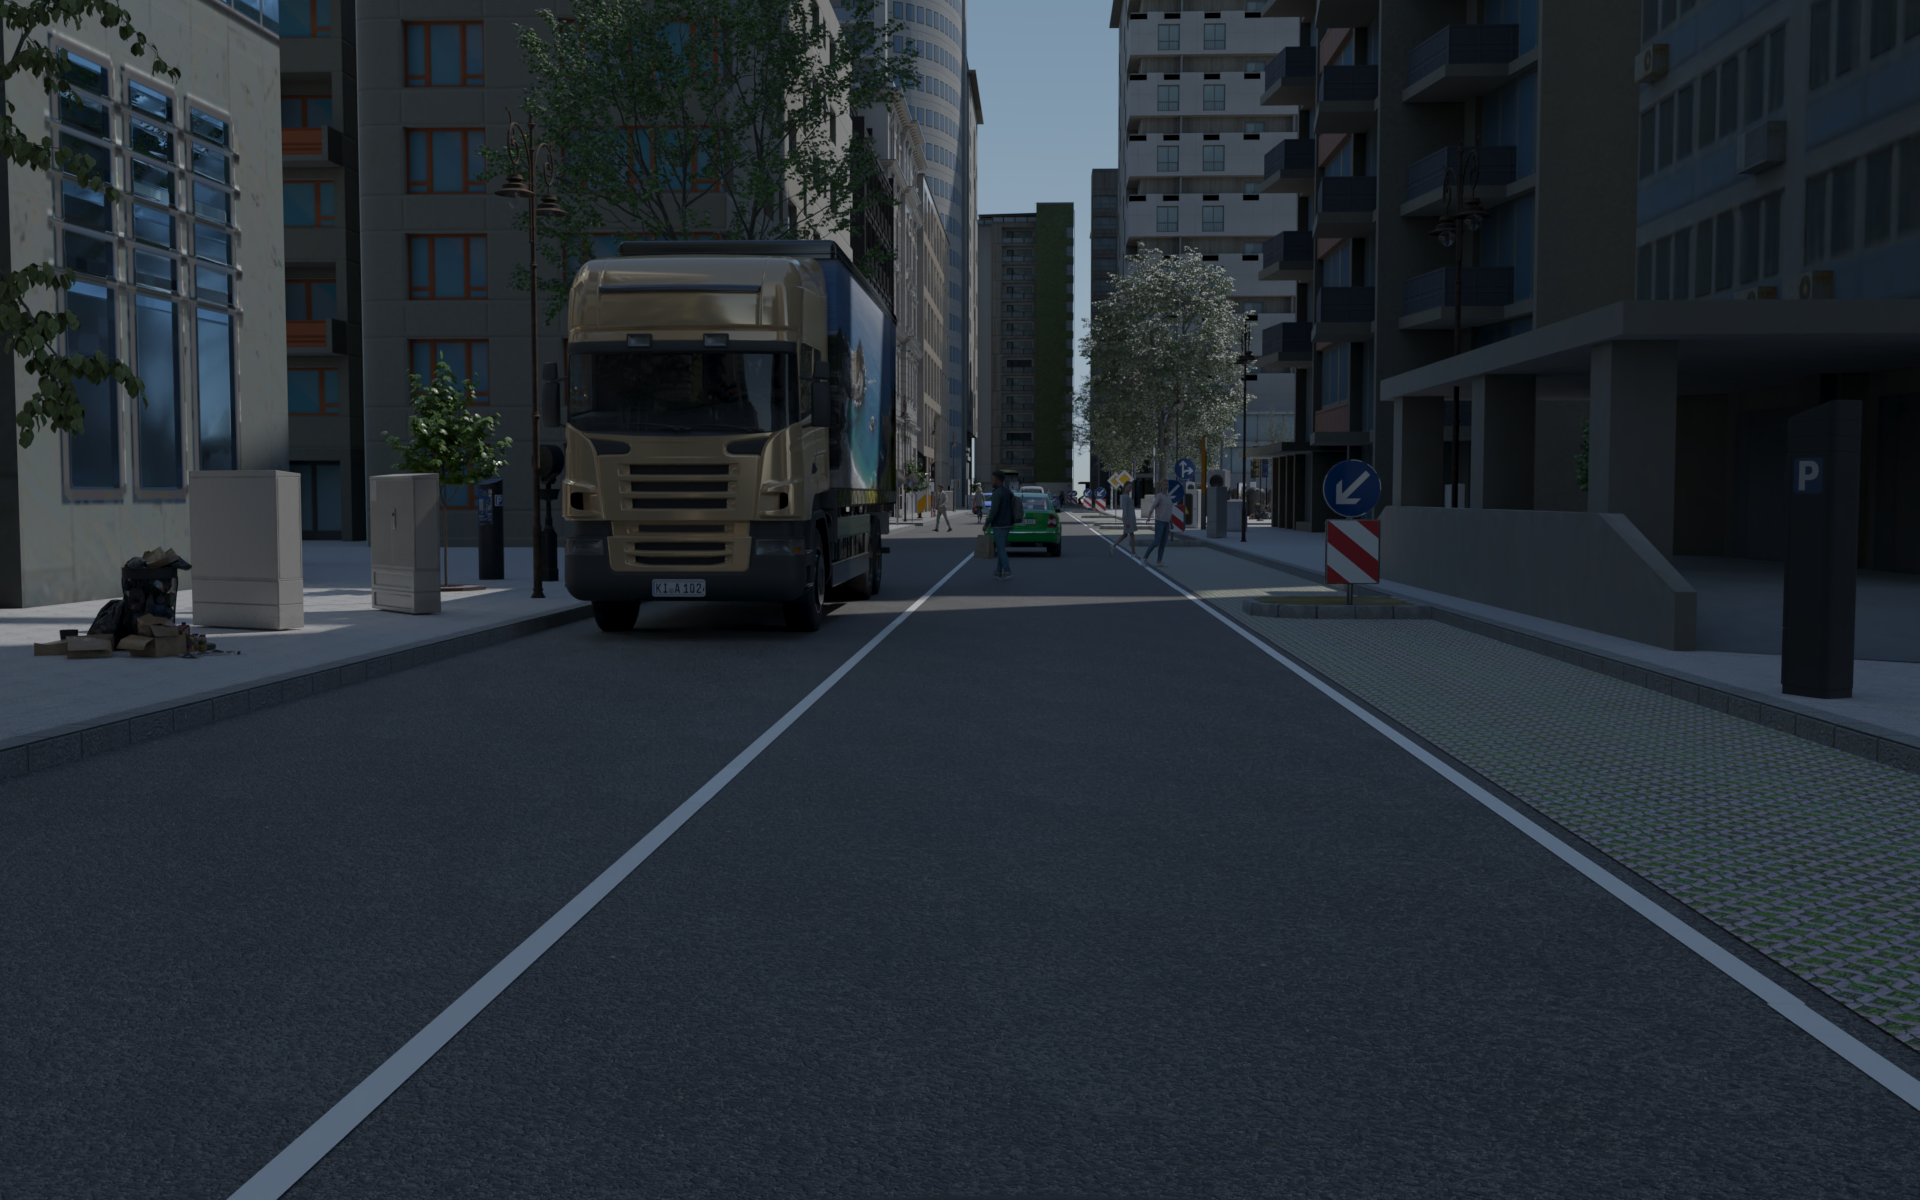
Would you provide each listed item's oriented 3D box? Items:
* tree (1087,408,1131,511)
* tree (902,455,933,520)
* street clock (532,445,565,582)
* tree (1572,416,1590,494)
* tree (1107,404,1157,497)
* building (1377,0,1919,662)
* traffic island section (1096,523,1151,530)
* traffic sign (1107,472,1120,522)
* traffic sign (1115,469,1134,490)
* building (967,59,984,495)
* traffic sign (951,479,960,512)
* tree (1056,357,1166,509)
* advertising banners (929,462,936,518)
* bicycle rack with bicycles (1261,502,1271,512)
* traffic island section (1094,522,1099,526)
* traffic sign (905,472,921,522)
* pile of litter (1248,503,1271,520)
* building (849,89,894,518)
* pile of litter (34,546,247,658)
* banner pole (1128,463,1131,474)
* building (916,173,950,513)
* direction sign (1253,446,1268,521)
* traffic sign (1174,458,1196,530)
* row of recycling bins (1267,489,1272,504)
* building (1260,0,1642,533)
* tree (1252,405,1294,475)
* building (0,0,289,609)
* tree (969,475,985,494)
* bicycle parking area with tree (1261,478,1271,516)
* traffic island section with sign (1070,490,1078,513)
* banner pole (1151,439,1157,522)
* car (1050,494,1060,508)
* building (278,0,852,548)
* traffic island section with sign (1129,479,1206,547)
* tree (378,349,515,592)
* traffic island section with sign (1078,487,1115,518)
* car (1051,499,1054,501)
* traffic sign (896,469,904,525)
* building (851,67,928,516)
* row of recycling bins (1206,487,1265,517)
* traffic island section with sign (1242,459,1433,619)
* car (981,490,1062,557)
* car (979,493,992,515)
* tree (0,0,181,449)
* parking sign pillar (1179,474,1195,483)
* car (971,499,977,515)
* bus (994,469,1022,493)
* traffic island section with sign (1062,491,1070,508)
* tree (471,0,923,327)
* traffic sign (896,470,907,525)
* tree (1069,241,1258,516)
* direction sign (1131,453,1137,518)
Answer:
[{"bbox_3d":[11.959,-11.210,133.642,4.737,8.622,4.395,0,3,0],"label":"tree"},{"bbox_3d":[-2.363,-5.489,84.339,1.663,3.219,1.824,0,3,0],"label":"tree"},{"bbox_3d":[-6.037,-1.275,25.423,0.471,2.002,0.358,3,4,36],"label":"street clock"},{"bbox_3d":[13.525,-2.585,36.874,1.663,3.219,1.824,0,3,0],"label":"tree"},{"bbox_3d":[12.035,-10.480,121.711,4.360,8.622,3.978,0,3,0],"label":"tree"},{"bbox_3d":[22.237,-20.013,19.090,32.217,40.220,23.993,0,4,3],"label":"building"},{"bbox_3d":[6.715,-2.953,70.555,2.009,0.180,2.903,0,4,3],"label":"traffic island section"},{"bbox_3d":[7.059,-4.576,78.456,0.795,2.450,0.064,0,4,3],"label":"traffic sign"},{"bbox_3d":[6.691,-4.088,70.479,0.795,2.450,0.064,0,4,3],"label":"traffic sign"},{"bbox_3d":[-11.255,-38.264,214.847,27.495,52.752,28.713,0,4,3],"label":"building"},{"bbox_3d":[-0.327,-7.237,120.448,0.606,2.300,0.079,0,4,7],"label":"traffic sign"},{"bbox_3d":[13.200,-14.525,147.858,12.009,13.543,11.850,0,3,0],"label":"tree"},{"bbox_3d":[-1.514,-6.039,94.922,0.090,3.025,2.074,1,4,9],"label":"advertising banners"},{"bbox_3d":[19.500,-6.145,113.852,2.925,0.926,2.852,0,4,5],"label":"bicycle rack with bicycles"},{"bbox_3d":[7.083,-3.440,78.532,2.009,0.180,2.903,0,4,3],"label":"traffic island section"},{"bbox_3d":[-2.175,-4.603,78.900,0.795,2.450,0.064,0,4,3],"label":"traffic sign"},{"bbox_3d":[15.075,-4.491,87.388,1.719,0.858,1.176,3,5,39],"label":"pile of litter"},{"bbox_3d":[-10.147,-15.789,87.820,12.332,23.373,15.834,0,4,3],"label":"building"},{"bbox_3d":[-6.629,0.005,13.890,1.719,0.858,1.176,2,4,30],"label":"pile of litter"},{"bbox_3d":[13.598,-9.172,139.972,0.401,3.779,0.863,-2,4,-24],"label":"banner pole"},{"bbox_3d":[-11.309,-20.317,136.703,19.350,26.468,34.151,0,4,3],"label":"building"},{"bbox_3d":[14.190,-5.491,81.775,0.876,3.537,0.379,-2,4,-29],"label":"direction sign"},{"bbox_3d":[7.978,-3.757,61.531,0.768,2.556,0.104,0,4,7],"label":"traffic sign"},{"bbox_3d":[21.373,-7.248,125.610,3.534,1.692,1.069,2,4,27],"label":"row of recycling bins"},{"bbox_3d":[21.196,-24.390,53.401,22.147,44.769,28.867,0,4,3],"label":"building"},{"bbox_3d":[26.166,-11.768,142.772,4.360,8.622,3.978,0,3,0],"label":"tree"},{"bbox_3d":[-20.033,-42.570,8.690,22.319,86.520,31.000,0,4,3],"label":"building"},{"bbox_3d":[1.566,-11.001,174.471,1.663,3.219,1.824,0,3,0],"label":"tree"},{"bbox_3d":[21.143,-7.237,105.328,8.231,4.147,9.016,0,4,6],"label":"bicycle parking area with tree"},{"bbox_3d":[9.485,-7.468,130.724,1.989,1.847,2.006,0,4,3],"label":"traffic island section with sign"},{"bbox_3d":[8.867,-5.431,78.813,0.401,3.779,0.863,1,4,16],"label":"banner pole"},{"bbox_3d":[8.367,-9.138,161.413,2.014,1.417,4.499,0,4,5],"label":"car"},{"bbox_3d":[-19.310,-12.852,55.174,28.899,21.520,27.650,0,4,3],"label":"building"},{"bbox_3d":[5.666,-2.382,47.572,1.989,1.847,2.006,0,4,3],"label":"traffic island section with sign"},{"bbox_3d":[-6.959,-1.736,22.991,1.663,3.219,1.824,0,3,0],"label":"tree"},{"bbox_3d":[8.223,-5.780,103.134,1.989,1.847,2.006,0,4,3],"label":"traffic island section with sign"},{"bbox_3d":[5.551,-6.768,122.453,2.131,1.459,4.920,0,4,4],"label":"car"},{"bbox_3d":[-2.583,-4.217,71.074,0.606,2.300,0.079,1,4,11],"label":"traffic sign"},{"bbox_3d":[-9.559,-19.567,107.313,14.401,28.519,23.554,0,4,3],"label":"building"},{"bbox_3d":[15.456,-5.629,99.148,3.534,1.692,1.069,0,4,-8],"label":"row of recycling bins"},{"bbox_3d":[4.425,-0.735,20.645,1.989,1.847,2.006,0,4,3],"label":"traffic island section with sign"},{"bbox_3d":[1.467,-1.975,41.086,1.959,1.807,4.718,0,4,1],"label":"car"},{"bbox_3d":[2.018,-6.217,111.241,1.945,1.707,3.694,0,4,1],"label":"car"},{"bbox_3d":[-5.828,-3.604,9.283,4.737,8.622,4.395,0,3,0],"label":"tree"},{"bbox_3d":[18.431,-9.311,140.707,1.447,3.967,1.447,0,4,4],"label":"parking sign pillar"},{"bbox_3d":[1.886,-6.940,122.505,2.155,1.783,4.494,0,4,3],"label":"car"},{"bbox_3d":[4.820,-11.329,176.774,2.896,3.916,12.252,0,4,2],"label":"bus"},{"bbox_3d":[11.779,-10.492,180.178,1.989,1.847,2.006,0,4,3],"label":"traffic island section with sign"},{"bbox_3d":[-4.825,-6.503,32.077,9.928,11.665,9.643,0,3,0],"label":"tree"},{"bbox_3d":[-2.542,-4.115,70.923,0.795,2.450,0.064,0,4,3],"label":"traffic sign"},{"bbox_3d":[10.492,-11.125,88.542,9.857,13.997,8.962,0,3,0],"label":"tree"},{"bbox_3d":[9.435,-6.254,94.254,0.379,3.537,0.876,1,4,22],"label":"direction sign"}]
